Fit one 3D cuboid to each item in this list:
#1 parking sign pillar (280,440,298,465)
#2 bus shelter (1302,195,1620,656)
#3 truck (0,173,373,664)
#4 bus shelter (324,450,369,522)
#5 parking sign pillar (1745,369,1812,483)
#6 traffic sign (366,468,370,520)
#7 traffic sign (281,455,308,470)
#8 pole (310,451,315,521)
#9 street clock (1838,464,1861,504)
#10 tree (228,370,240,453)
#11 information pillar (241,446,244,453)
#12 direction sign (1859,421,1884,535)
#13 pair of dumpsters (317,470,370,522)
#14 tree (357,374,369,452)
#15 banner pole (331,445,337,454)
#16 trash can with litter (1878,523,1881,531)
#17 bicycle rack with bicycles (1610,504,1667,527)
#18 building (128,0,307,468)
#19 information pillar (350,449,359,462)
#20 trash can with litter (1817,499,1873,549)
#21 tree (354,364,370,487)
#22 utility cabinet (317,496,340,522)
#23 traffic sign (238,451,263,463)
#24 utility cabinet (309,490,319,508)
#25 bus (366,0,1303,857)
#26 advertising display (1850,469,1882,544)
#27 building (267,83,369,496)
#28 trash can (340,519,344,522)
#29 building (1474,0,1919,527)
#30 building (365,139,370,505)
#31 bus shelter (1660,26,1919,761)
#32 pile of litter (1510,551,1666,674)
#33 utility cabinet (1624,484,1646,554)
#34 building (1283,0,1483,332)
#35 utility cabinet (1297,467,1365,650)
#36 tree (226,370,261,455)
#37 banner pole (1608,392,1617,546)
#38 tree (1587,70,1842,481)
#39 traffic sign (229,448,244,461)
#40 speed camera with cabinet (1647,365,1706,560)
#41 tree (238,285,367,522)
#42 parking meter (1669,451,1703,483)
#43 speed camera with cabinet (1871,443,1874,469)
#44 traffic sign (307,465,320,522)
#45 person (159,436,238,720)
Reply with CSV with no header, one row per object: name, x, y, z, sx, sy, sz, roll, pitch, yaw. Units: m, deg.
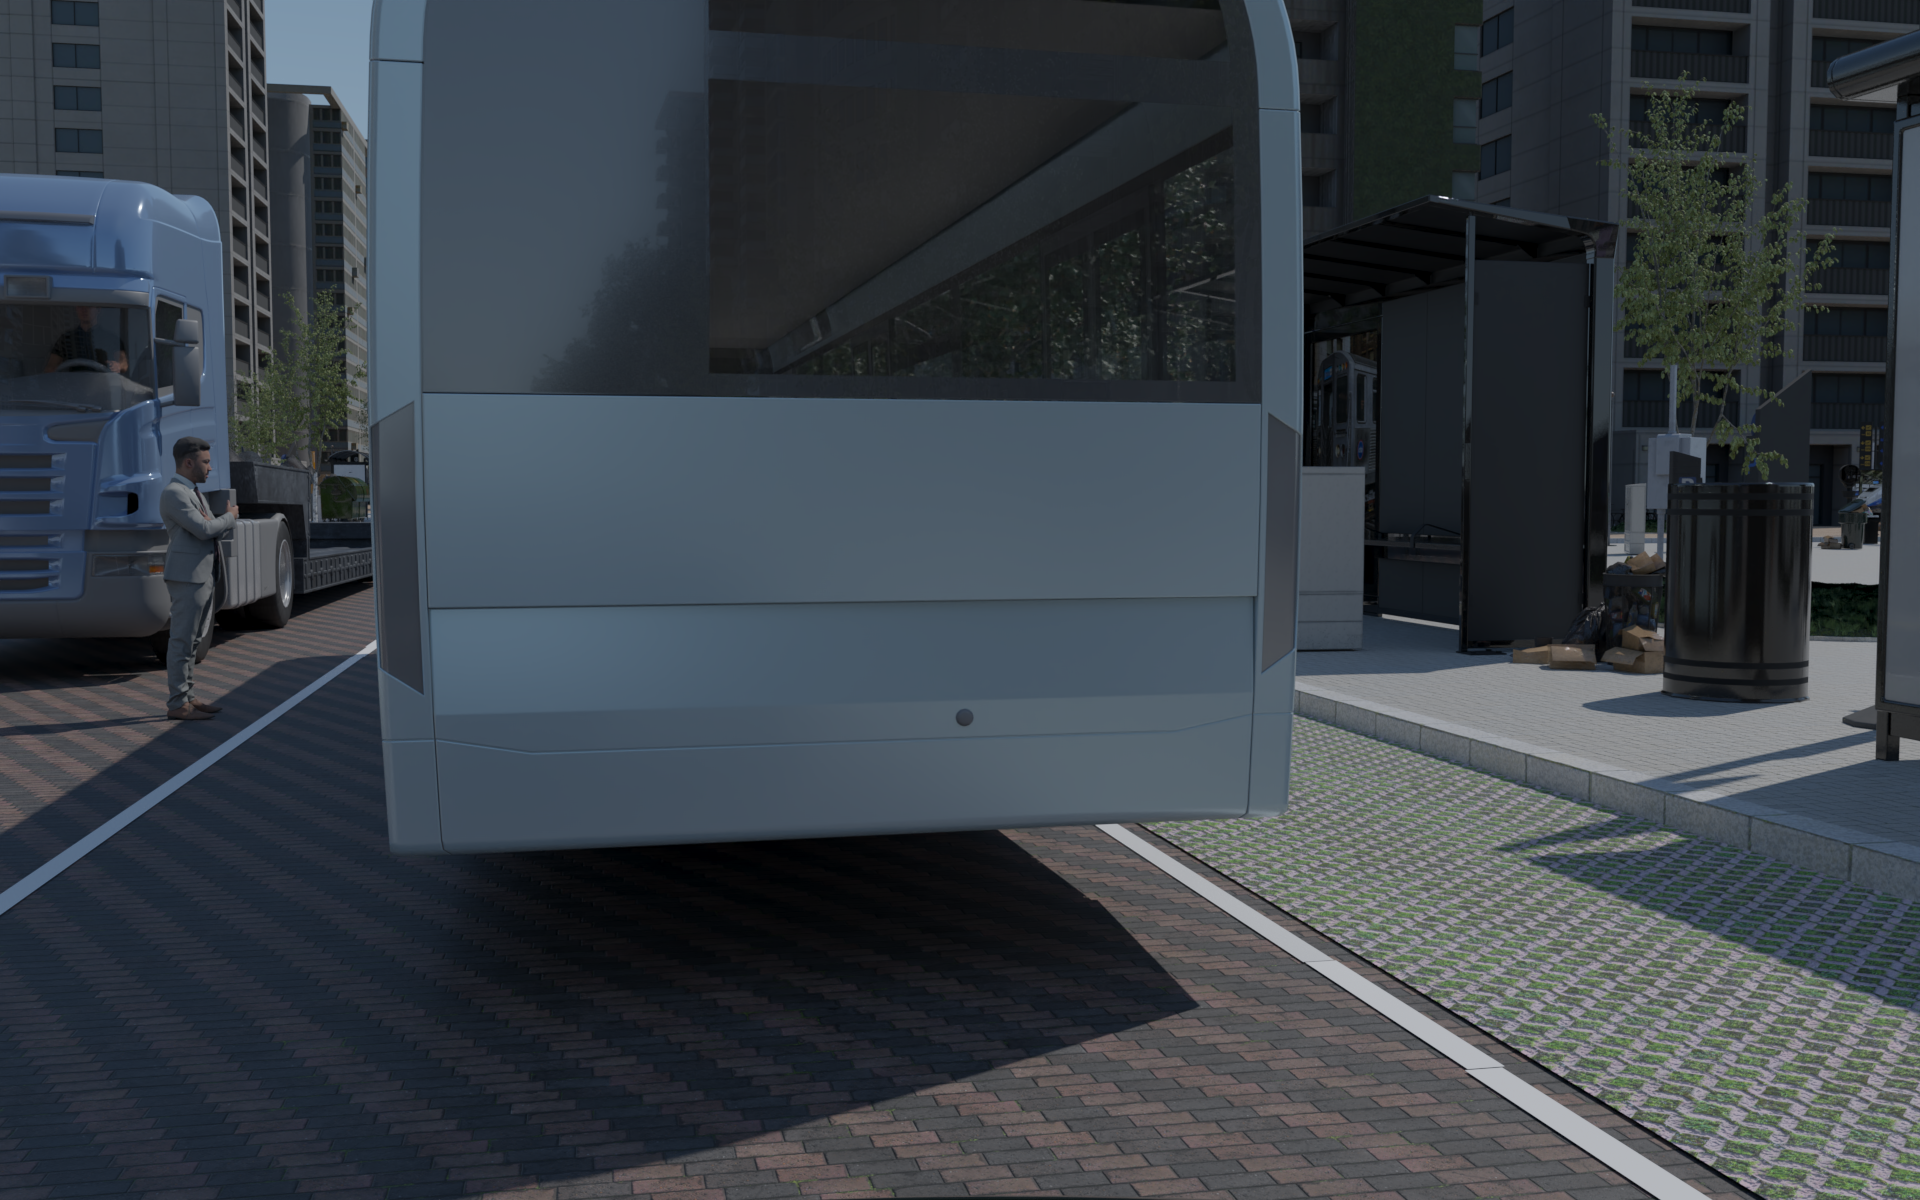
parking sign pillar,-32.661,-5.866,84.377,1.447,3.967,1.447,0,4,-2
bus shelter,3.888,-1.564,16.851,1.731,3.624,6.357,-1,4,-12
truck,-9.015,-1.923,21.202,2.967,4.110,18.799,-1,4,-12
bus shelter,-28.616,-5.388,82.016,2.014,3.302,5.546,-1,4,-12
parking sign pillar,17.677,-2.996,37.462,1.447,3.967,1.447,-1,4,-15
traffic sign,-29.578,-5.283,86.383,0.884,2.594,0.081,0,4,-3
traffic sign,-16.983,-2.475,44.101,0.795,2.450,0.064,-1,4,-12
pole,-30.931,-5.443,82.830,0.158,3.312,0.155,0,3,0
street clock,21.760,-2.315,42.416,0.471,2.002,0.358,1,4,17
tree,-39.467,-9.017,97.785,4.737,8.622,4.395,0,3,0
information pillar,-34.846,-5.681,84.235,0.183,3.616,0.504,-2,4,-30
direction sign,28.521,-3.793,54.017,0.876,3.537,0.379,2,4,30
pair of dumpsters,-24.285,-4.021,68.230,1.574,2.255,4.437,-1,4,-12
tree,-34.318,-11.903,111.623,9.611,12.733,9.660,0,3,0
banner pole,-31.988,-6.047,88.891,0.863,3.779,0.401,1,4,16
trash can with litter,32.179,-2.979,60.100,1.055,1.170,0.624,1,4,18
bicycle rack with bicycles,24.199,-2.975,62.018,2.852,0.926,2.925,-1,4,-10
building,-58.139,-41.800,121.684,20.563,71.187,20.611,-1,4,-12
information pillar,-31.095,-5.973,89.017,0.183,3.616,0.504,3,5,42
trash can with litter,20.528,-1.761,40.187,1.055,1.170,0.624,-1,4,-9
tree,-30.450,-8.705,92.684,4.360,8.622,3.978,0,3,0
utility cabinet,-27.138,-3.860,74.266,0.306,1.237,1.020,3,5,42
traffic sign,-20.949,-3.116,51.057,0.768,2.556,0.104,-1,4,-12
utility cabinet,-33.221,-4.856,88.066,1.173,1.500,0.318,-2,4,-31
bus,-1.784,-0.994,11.111,2.948,3.499,13.247,-1,4,-13
advertising display,23.389,-2.401,44.474,0.974,1.923,0.123,1,4,16
building,-67.649,-28.640,160.145,23.993,40.220,32.217,-1,4,-12
trash can,-27.310,-3.926,75.844,0.748,1.137,0.748,0,3,0
building,33.635,-38.998,75.875,20.611,71.187,20.563,-1,4,-12
building,-76.125,-34.332,215.952,28.867,44.769,22.147,-1,4,-12
bus shelter,5.509,-1.794,6.964,2.179,5.291,8.768,-1,4,-12
pile of litter,4.856,0.071,12.798,1.176,0.858,1.719,-1,4,-19
utility cabinet,14.344,-1.722,36.840,0.318,1.500,1.173,1,4,16
building,10.076,-17.999,65.992,14.107,30.474,14.160,-1,4,-12
utility cabinet,2.677,-0.333,14.131,1.173,1.500,0.318,-1,4,-9
tree,-44.225,-9.396,103.994,4.360,8.622,3.978,0,3,0
banner pole,16.088,-3.230,42.831,0.401,3.779,0.863,1,4,23
tree,12.861,-4.894,30.378,4.737,8.622,4.395,0,3,0
traffic sign,-15.323,-1.997,36.290,0.795,2.450,0.064,-1,4,-12
speed camera with cabinet,11.550,-1.954,26.287,0.660,3.252,2.038,-3,5,-42
tree,-22.864,-6.771,61.067,4.737,8.622,4.395,0,3,0
parking meter,9.858,-1.091,23.552,0.399,1.863,0.255,0,4,8
speed camera with cabinet,35.794,-4.426,66.706,2.038,3.252,0.660,1,4,12
traffic sign,-25.737,-4.126,68.642,0.795,2.450,0.064,0,4,-8
person,-4.873,-0.149,11.121,0.466,1.800,0.511,-2,4,-25
